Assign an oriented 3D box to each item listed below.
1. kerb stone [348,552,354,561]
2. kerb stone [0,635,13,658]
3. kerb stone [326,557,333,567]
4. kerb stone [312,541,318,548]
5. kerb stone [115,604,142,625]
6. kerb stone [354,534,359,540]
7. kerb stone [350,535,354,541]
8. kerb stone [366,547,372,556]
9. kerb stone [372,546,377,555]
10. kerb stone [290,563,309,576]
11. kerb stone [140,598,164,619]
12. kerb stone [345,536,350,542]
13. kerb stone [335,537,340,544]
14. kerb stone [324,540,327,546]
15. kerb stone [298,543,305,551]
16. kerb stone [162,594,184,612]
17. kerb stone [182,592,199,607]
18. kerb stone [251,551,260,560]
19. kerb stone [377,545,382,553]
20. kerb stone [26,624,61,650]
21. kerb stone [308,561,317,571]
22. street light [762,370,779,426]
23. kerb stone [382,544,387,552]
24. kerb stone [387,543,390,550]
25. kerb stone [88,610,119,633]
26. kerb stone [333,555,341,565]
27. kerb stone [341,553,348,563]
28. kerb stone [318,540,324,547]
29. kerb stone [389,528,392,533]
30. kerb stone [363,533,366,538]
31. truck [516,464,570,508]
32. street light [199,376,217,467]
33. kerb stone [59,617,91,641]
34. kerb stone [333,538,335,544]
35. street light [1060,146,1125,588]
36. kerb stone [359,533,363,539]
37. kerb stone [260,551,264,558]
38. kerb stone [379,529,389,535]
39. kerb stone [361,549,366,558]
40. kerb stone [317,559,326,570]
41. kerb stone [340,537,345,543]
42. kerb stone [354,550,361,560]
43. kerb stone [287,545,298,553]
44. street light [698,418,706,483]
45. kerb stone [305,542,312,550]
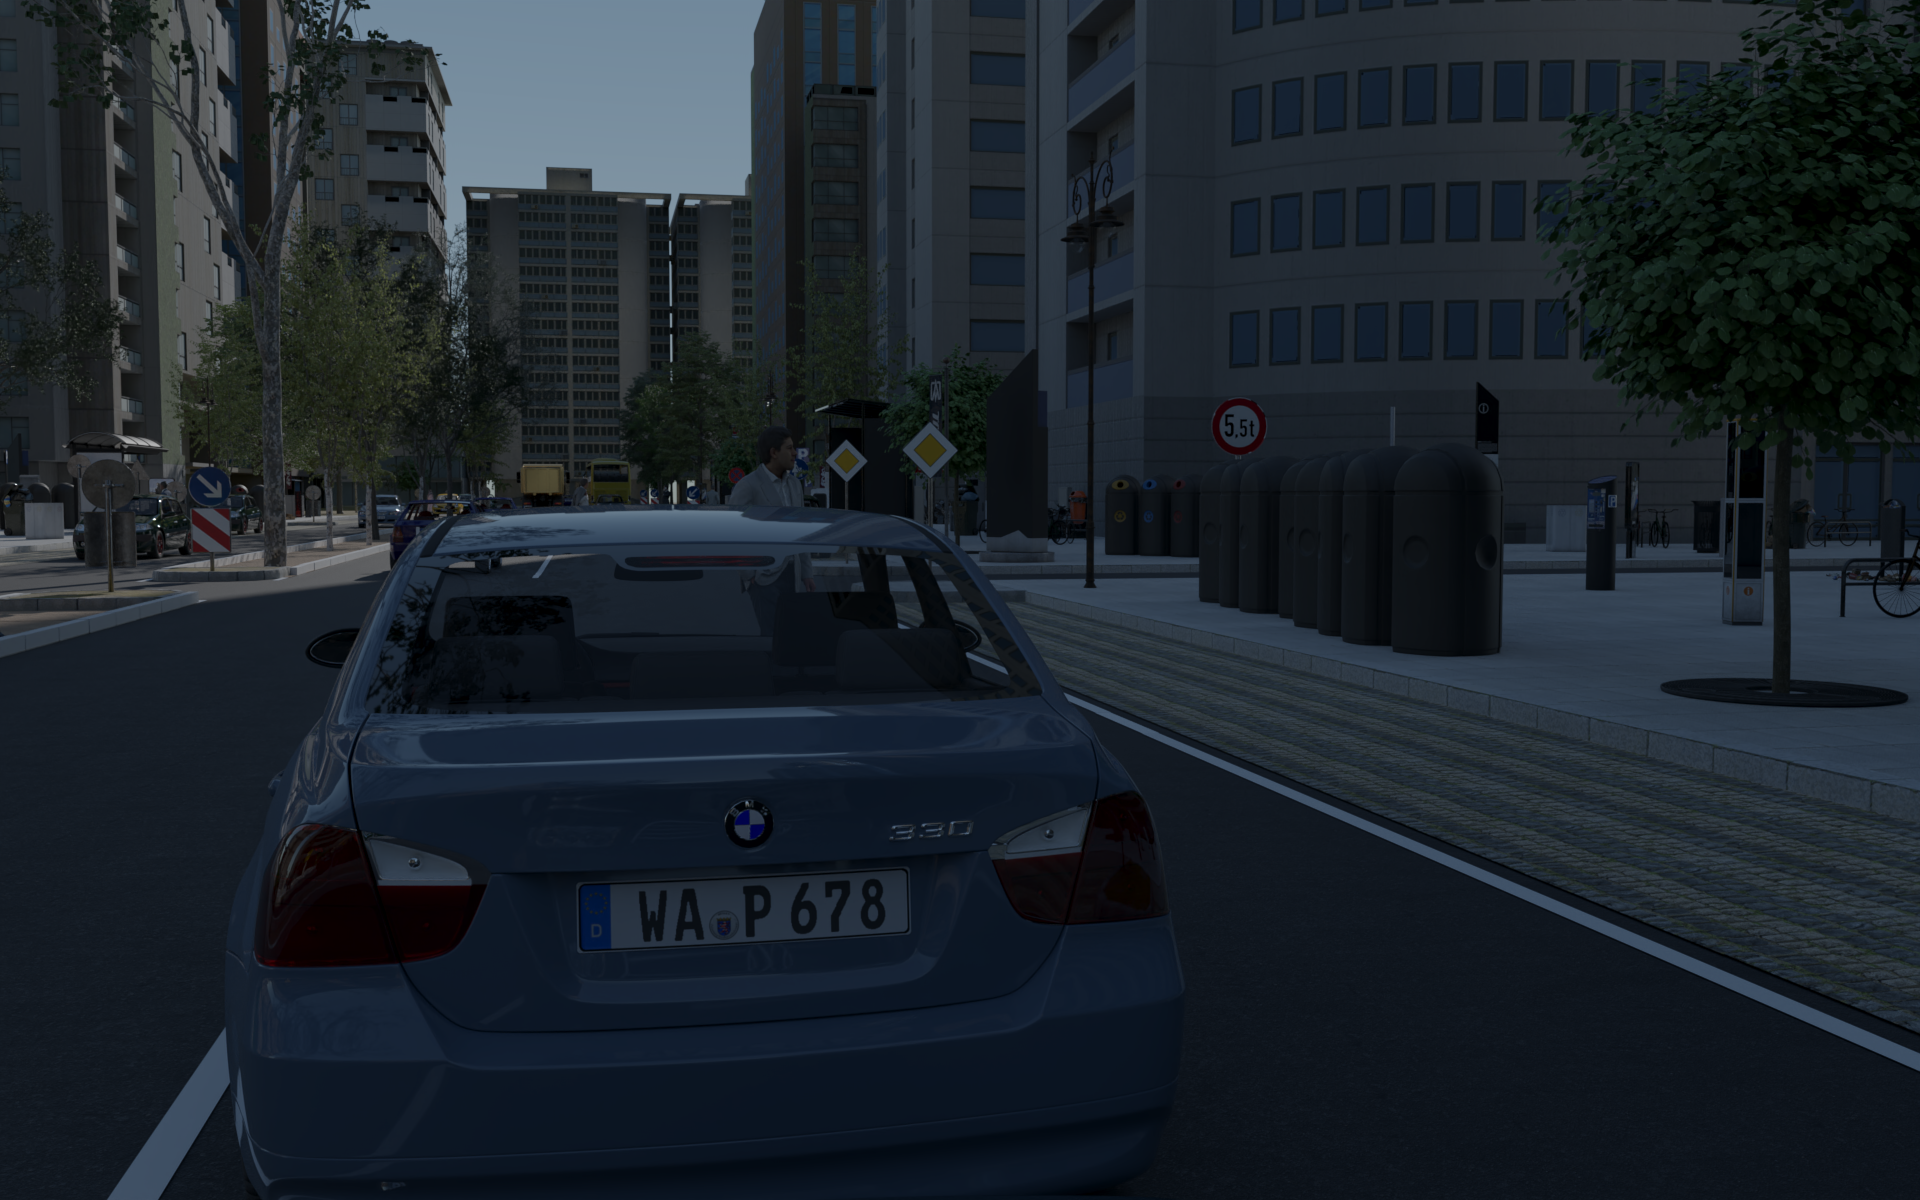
[{"bbox_3d":[-13.096,-0.901,36.924,0.120,0.150,1.000,-1,4,-12],"label":"kerb stone"},{"bbox_3d":[-8.486,0.421,15.305,0.120,0.150,1.000,-1,4,-12],"label":"kerb stone"},{"bbox_3d":[-12.463,-0.714,33.911,0.120,0.150,1.000,-1,4,-12],"label":"kerb stone"},{"bbox_3d":[-17.071,-1.424,45.481,0.120,0.150,1.000,-1,4,-12],"label":"kerb stone"},{"bbox_3d":[-9.340,0.176,19.313,0.120,0.150,1.000,-1,4,-12],"label":"kerb stone"},{"bbox_3d":[-18.776,-1.914,53.493,0.120,0.150,1.000,-1,4,-12],"label":"kerb stone"},{"bbox_3d":[-18.565,-1.852,52.492,0.120,0.150,1.000,-1,4,-12],"label":"kerb stone"},{"bbox_3d":[-13.740,-1.083,39.935,0.120,0.150,1.000,-1,4,-12],"label":"kerb stone"},{"bbox_3d":[-13.956,-1.142,40.934,0.120,0.150,1.000,-1,4,-12],"label":"kerb stone"},{"bbox_3d":[-11.811,-0.526,30.907,0.120,0.150,1.000,-1,4,-12],"label":"kerb stone"},{"bbox_3d":[-9.555,0.115,20.319,0.120,0.150,1.000,-1,4,-12],"label":"kerb stone"},{"bbox_3d":[-18.358,-1.792,51.490,0.120,0.150,1.000,-1,4,-12],"label":"kerb stone"},{"bbox_3d":[-17.929,-1.669,49.491,0.120,0.150,1.000,-1,4,-12],"label":"kerb stone"},{"bbox_3d":[-17.504,-1.544,47.484,0.120,0.150,1.000,-1,4,-12],"label":"kerb stone"},{"bbox_3d":[-16.641,-1.301,43.474,0.120,0.150,1.000,-1,4,-12],"label":"kerb stone"},{"bbox_3d":[-9.767,0.054,21.319,0.120,0.150,1.000,-1,4,-12],"label":"kerb stone"},{"bbox_3d":[-9.984,-0.005,22.318,0.120,0.150,1.000,-1,4,-12],"label":"kerb stone"},{"bbox_3d":[-15.364,-0.934,37.466,0.120,0.150,1.000,-1,4,-12],"label":"kerb stone"},{"bbox_3d":[-14.175,-1.208,41.940,0.120,0.150,1.000,-1,4,-12],"label":"kerb stone"},{"bbox_3d":[-8.701,0.365,16.307,0.120,0.150,1.000,-1,4,-12],"label":"kerb stone"},{"bbox_3d":[-12.040,-0.594,31.903,0.120,0.150,1.000,-1,4,-12],"label":"kerb stone"},{"bbox_3d":[-7.072,-5.624,64.736,0.468,5.910,1.993,-1,4,-12],"label":"street light"},{"bbox_3d":[-14.384,-1.268,42.940,0.120,0.150,1.000,-1,4,-12],"label":"kerb stone"},{"bbox_3d":[-14.595,-1.330,43.943,0.120,0.150,1.000,-1,4,-12],"label":"kerb stone"},{"bbox_3d":[-9.125,0.240,18.314,0.120,0.150,1.000,-1,4,-12],"label":"kerb stone"},{"bbox_3d":[-12.669,-0.775,34.916,0.120,0.150,1.000,-1,4,-12],"label":"kerb stone"},{"bbox_3d":[-12.884,-0.839,35.919,0.120,0.150,1.000,-1,4,-12],"label":"kerb stone"},{"bbox_3d":[-17.287,-1.486,46.485,0.120,0.150,1.000,-1,4,-12],"label":"kerb stone"},{"bbox_3d":[-20.711,-2.463,62.520,0.120,0.150,1.000,-1,4,-12],"label":"kerb stone"},{"bbox_3d":[-19.203,-2.037,55.494,0.120,0.150,1.000,-1,4,-12],"label":"kerb stone"},{"bbox_3d":[-26.772,-7.052,111.224,3.469,3.379,9.791,-1,4,-13],"label":"truck"},{"bbox_3d":[-29.544,-5.834,68.168,0.468,5.910,1.993,-1,4,-12],"label":"street light"},{"bbox_3d":[-8.914,0.306,17.307,0.120,0.150,1.000,-1,4,-12],"label":"kerb stone"},{"bbox_3d":[-17.716,-1.608,48.491,0.120,0.150,1.000,-1,4,-12],"label":"kerb stone"},{"bbox_3d":[1.778,-3.102,23.503,0.468,5.910,1.993,-1,4,-12],"label":"street light"},{"bbox_3d":[-18.999,-1.975,54.492,0.120,0.150,1.000,-1,4,-12],"label":"kerb stone"},{"bbox_3d":[-15.574,-0.995,38.469,0.120,0.150,1.000,-1,4,-12],"label":"kerb stone"},{"bbox_3d":[-20.498,-2.405,61.519,0.120,0.150,1.000,-1,4,-12],"label":"kerb stone"},{"bbox_3d":[-13.528,-1.023,38.925,0.120,0.150,1.000,-1,4,-12],"label":"kerb stone"},{"bbox_3d":[-12.245,-0.655,32.912,0.120,0.150,1.000,-1,4,-12],"label":"kerb stone"},{"bbox_3d":[-18.136,-1.731,50.492,0.120,0.150,1.000,-1,4,-12],"label":"kerb stone"},{"bbox_3d":[-13.312,-0.962,37.925,0.120,0.150,1.000,-1,4,-12],"label":"kerb stone"},{"bbox_3d":[-16.432,-1.238,42.468,0.120,0.150,1.000,-1,4,-12],"label":"kerb stone"},{"bbox_3d":[-15.740,-8.108,105.357,0.468,5.910,1.993,-1,4,-12],"label":"street light"},{"bbox_3d":[-16.856,-1.363,44.473,0.120,0.150,1.000,-1,4,-12],"label":"kerb stone"}]
